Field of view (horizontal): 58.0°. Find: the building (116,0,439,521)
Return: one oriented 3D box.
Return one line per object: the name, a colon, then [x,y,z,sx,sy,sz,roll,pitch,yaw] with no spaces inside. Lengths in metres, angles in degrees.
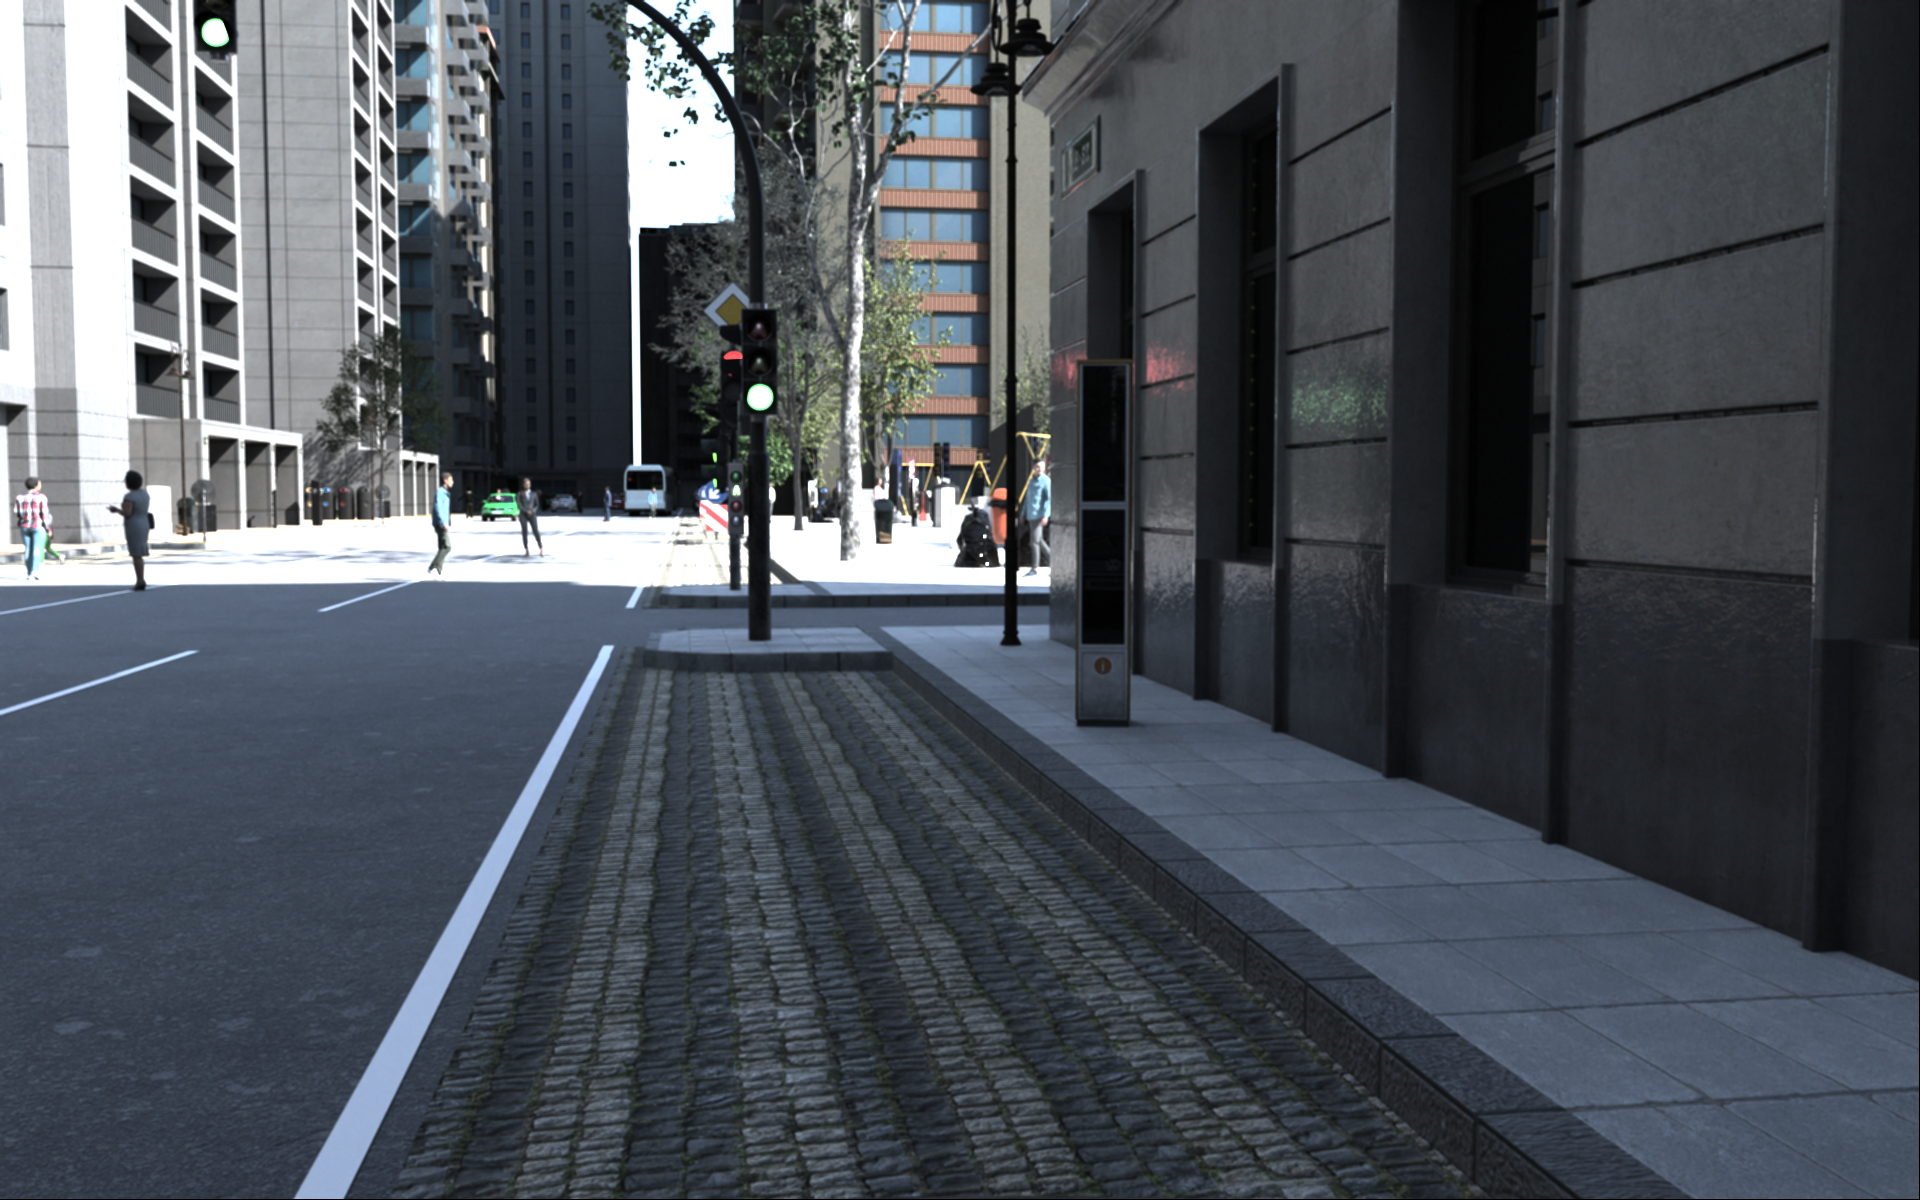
building: [-42.512,-40.598,102.022,20.563,71.187,20.611,-1,4,-9]

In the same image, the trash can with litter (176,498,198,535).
trash can with litter: [-24.427,-2.651,54.729,0.624,1.170,1.055,-1,4,-16]

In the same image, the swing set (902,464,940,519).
swing set: [-2.584,-5.687,90.597,3.119,2.851,2.862,-3,5,-41]

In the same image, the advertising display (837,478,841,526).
advertising display: [-4.490,-3.961,69.976,0.974,1.923,0.123,1,4,20]

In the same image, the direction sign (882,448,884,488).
direction sign: [-3.822,-5.761,86.193,0.379,3.537,0.876,0,4,3]

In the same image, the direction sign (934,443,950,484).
direction sign: [-0.806,-5.170,76.526,0.876,3.537,0.379,3,5,39]

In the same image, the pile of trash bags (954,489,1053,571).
pile of trash bags: [0.791,-1.255,30.264,1.912,1.369,3.447,0,4,2]

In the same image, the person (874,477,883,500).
person: [-2.596,-3.050,55.913,0.388,1.821,0.555,0,4,8]

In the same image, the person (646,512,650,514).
person: [-22.360,-7.031,124.174,1.217,1.735,0.721,0,4,0]

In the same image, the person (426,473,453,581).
person: [-8.584,-1.208,28.594,0.444,1.785,0.601,0,4,-5]

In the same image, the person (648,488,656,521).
person: [-16.540,-5.158,93.170,0.444,1.785,0.601,3,5,45]

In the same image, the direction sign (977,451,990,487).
direction sign: [1.310,-6.058,91.043,0.876,3.537,0.379,0,4,-2]

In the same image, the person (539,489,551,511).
person: [-34.563,-8.291,144.001,0.705,1.831,1.348,2,4,28]

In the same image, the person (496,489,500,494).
person: [-27.366,-5.700,102.631,0.756,1.711,0.436,-2,4,-35]

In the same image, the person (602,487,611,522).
person: [-17.978,-4.866,88.249,0.419,1.800,0.721,-2,4,-29]

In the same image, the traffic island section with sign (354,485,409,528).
traffic island section with sign: [-24.316,-3.929,72.870,1.989,1.847,2.006,-1,4,-9]

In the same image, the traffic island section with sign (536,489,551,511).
traffic island section with sign: [-36.172,-8.573,148.800,1.989,1.847,2.006,-1,4,-9]

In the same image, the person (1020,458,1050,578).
person: [1.269,-1.271,26.680,0.748,1.841,0.638,-1,4,-21]

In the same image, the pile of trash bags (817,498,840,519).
pile of trash bags: [-6.255,-5.021,91.847,1.912,1.369,3.447,3,5,43]

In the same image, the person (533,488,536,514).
person: [-28.649,-6.617,116.672,0.705,1.826,1.348,0,4,-5]

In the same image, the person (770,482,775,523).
person: [-8.549,-4.326,76.875,0.679,1.850,0.850,-1,4,-16]

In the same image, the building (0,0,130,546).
building: [-31.237,-29.904,30.925,21.231,58.520,28.212,-1,4,-9]

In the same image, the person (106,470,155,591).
person: [-12.272,-1.032,25.728,0.532,1.782,0.716,0,4,7]

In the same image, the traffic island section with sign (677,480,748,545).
traffic island section with sign: [-7.026,-2.475,49.099,1.989,1.847,2.006,-1,4,-9]

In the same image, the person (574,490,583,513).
person: [-28.841,-7.430,130.776,0.742,1.727,0.445,0,3,0]

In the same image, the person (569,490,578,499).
person: [-36.187,-9.380,161.893,1.348,1.821,0.705,1,4,10]

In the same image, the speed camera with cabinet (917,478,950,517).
speed camera with cabinet: [-1.639,-6.398,98.939,2.038,3.252,0.660,-1,4,-17]

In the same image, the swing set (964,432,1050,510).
swing set: [2.023,-2.921,45.374,2.862,2.851,3.119,1,4,19]

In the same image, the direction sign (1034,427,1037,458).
direction sign: [2.214,-4.079,58.686,0.876,3.537,0.379,2,4,33]

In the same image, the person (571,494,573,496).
person: [-34.296,-8.665,153.389,0.599,1.433,0.991,0,4,5]

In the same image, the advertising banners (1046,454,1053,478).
advertising banners: [3.301,-4.910,76.465,2.074,3.025,0.090,0,4,4]

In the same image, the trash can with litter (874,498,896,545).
trash can with litter: [-1.880,-2.021,44.434,0.624,1.170,1.055,-1,4,-10]

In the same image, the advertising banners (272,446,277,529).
advertising banners: [-25.392,-4.158,64.171,0.090,3.025,2.074,-2,4,-25]

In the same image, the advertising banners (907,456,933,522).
advertising banners: [-1.706,-5.166,80.647,0.090,3.025,2.074,3,5,44]

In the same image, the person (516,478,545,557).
person: [-9.797,-1.879,39.500,0.520,1.790,0.573,-3,5,-40]

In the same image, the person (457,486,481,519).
person: [-28.091,-5.563,99.092,1.348,1.869,0.705,-1,4,-21]

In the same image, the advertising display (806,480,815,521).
advertising display: [-7.024,-4.666,81.495,0.123,1.923,0.974,1,4,12]

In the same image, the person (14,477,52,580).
person: [-15.547,-1.204,29.016,0.563,1.720,0.643,0,4,0]

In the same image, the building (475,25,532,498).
building: [-54.741,-30.701,156.593,28.867,44.769,22.147,-1,4,-9]

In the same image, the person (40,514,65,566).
person: [-18.042,-1.315,34.248,0.590,1.304,0.306,-1,4,-22]

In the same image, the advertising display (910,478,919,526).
advertising display: [-1.822,-3.923,69.348,0.123,1.923,0.974,1,4,12]

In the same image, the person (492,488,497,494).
person: [-39.499,-8.605,147.260,1.217,1.766,0.721,0,4,6]

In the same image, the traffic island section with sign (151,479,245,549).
traffic island section with sign: [-20.120,-2.279,45.889,1.989,1.847,2.006,-1,4,-9]

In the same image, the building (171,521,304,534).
building: [-36.290,-38.202,62.851,20.563,71.187,20.611,-1,4,-9]

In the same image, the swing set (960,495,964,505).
swing set: [1.666,-5.090,80.842,2.862,2.851,3.119,-2,4,-30]

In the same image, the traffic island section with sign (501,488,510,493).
traffic island section with sign: [-32.019,-6.944,122.166,1.989,1.847,2.006,-1,4,-9]
